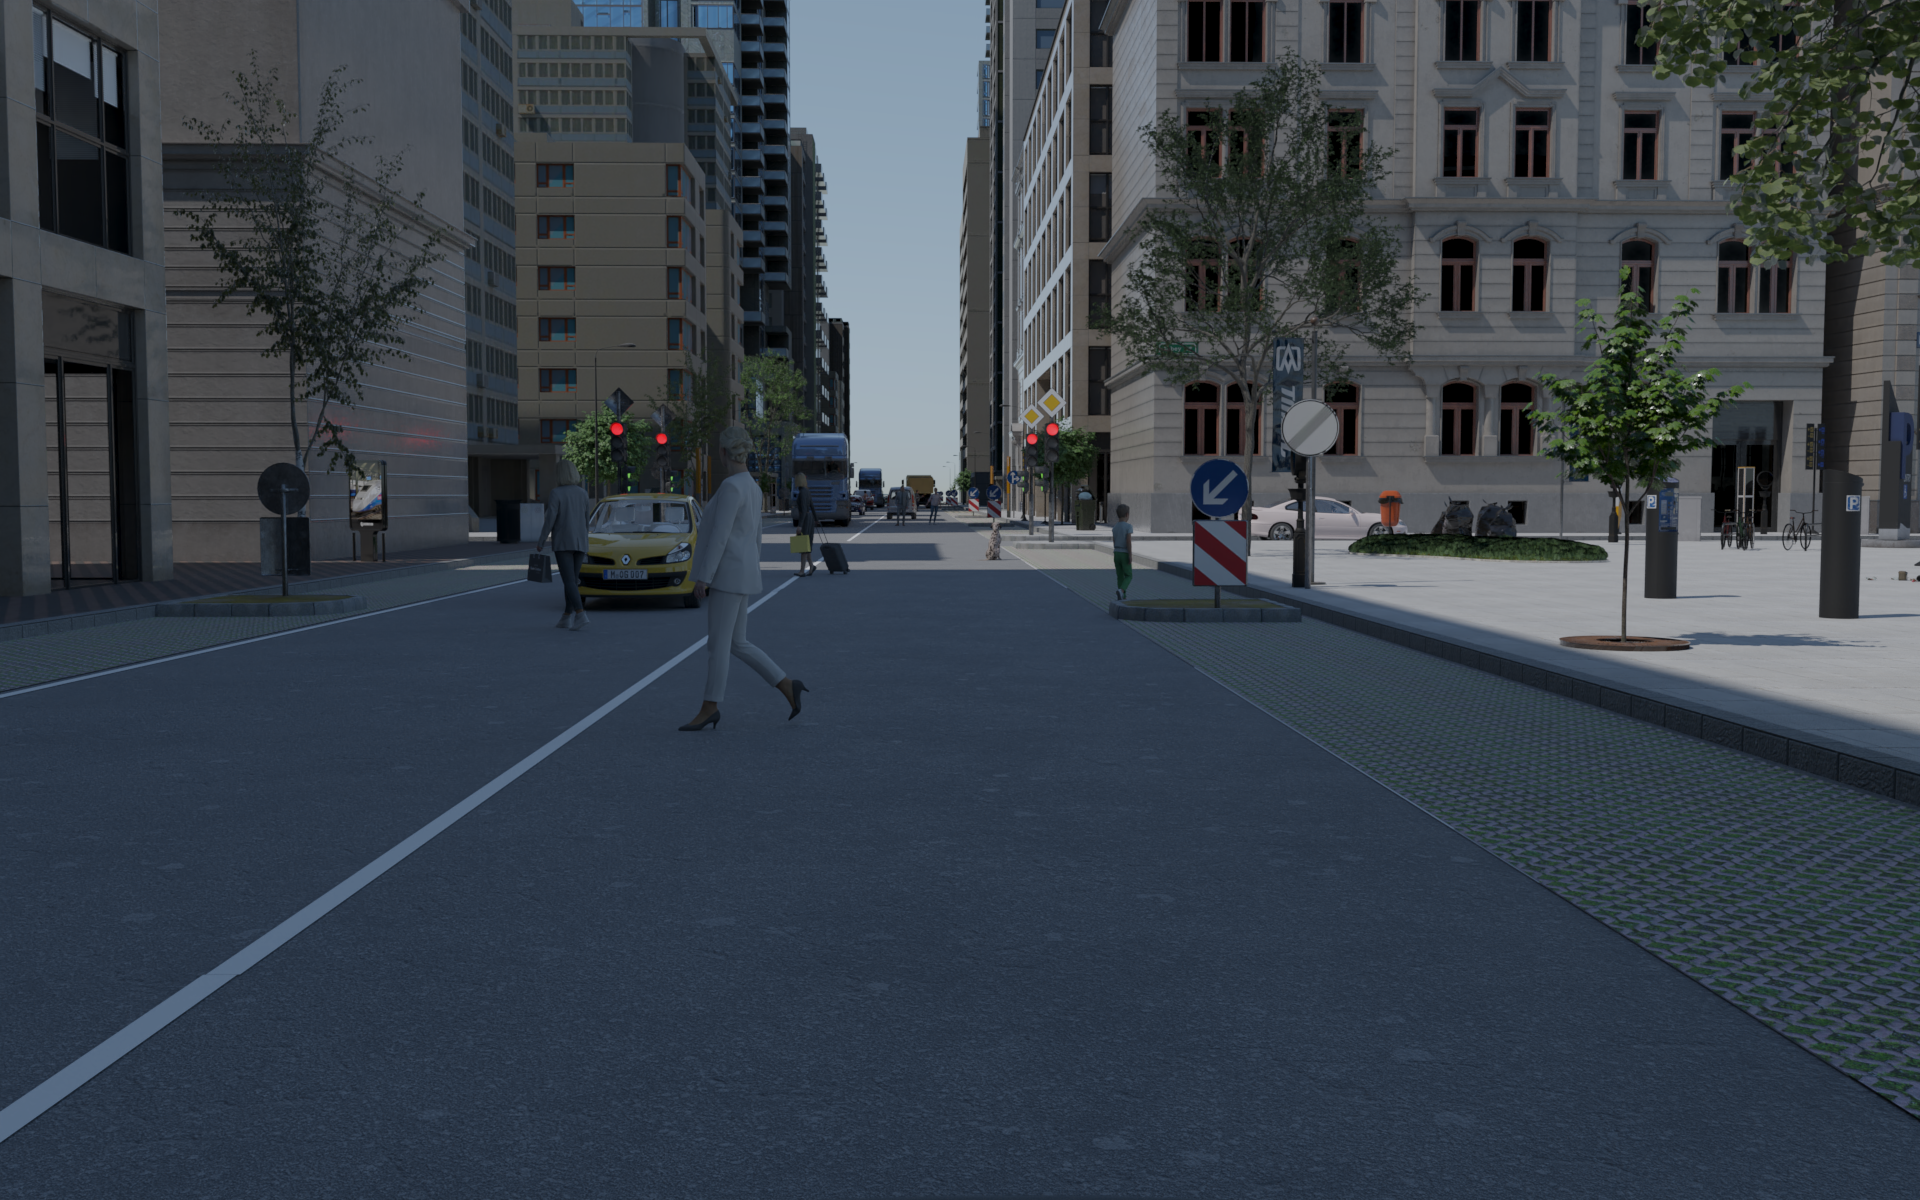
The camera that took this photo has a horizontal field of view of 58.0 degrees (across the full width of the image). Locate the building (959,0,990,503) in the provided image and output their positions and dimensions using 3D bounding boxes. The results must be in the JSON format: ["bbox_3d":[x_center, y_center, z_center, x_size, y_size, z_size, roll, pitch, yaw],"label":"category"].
[{"bbox_3d":[11.398,-57.325,249.927,22.319,86.520,31.000,0,4,-1],"label":"building"}]

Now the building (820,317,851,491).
[{"bbox_3d":[-24.969,-31.035,279.130,14.160,30.474,14.107,0,4,-1],"label":"building"}]

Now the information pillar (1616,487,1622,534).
[{"bbox_3d":[20.992,-3.901,55.136,0.183,3.616,0.504,2,4,32],"label":"information pillar"}]

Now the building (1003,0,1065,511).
[{"bbox_3d":[14.097,-36.877,144.943,21.231,58.520,28.212,0,4,-1],"label":"building"}]

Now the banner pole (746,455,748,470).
[{"bbox_3d":[-13.662,-7.394,110.905,0.401,3.779,0.863,-1,4,-14],"label":"banner pole"}]

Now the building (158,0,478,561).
[{"bbox_3d":[-24.079,-11.998,37.965,24.055,21.916,13.314,0,4,-1],"label":"building"}]

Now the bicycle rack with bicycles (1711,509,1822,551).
[{"bbox_3d":[18.597,-1.629,40.009,2.852,0.926,2.925,3,4,38],"label":"bicycle rack with bicycles"}]

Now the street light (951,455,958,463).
[{"bbox_3d":[-0.116,-14.253,205.571,1.470,5.913,1.316,0,4,-1],"label":"street light"}]

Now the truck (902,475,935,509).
[{"bbox_3d":[-4.073,-10.852,173.349,3.469,3.379,9.791,0,4,-3],"label":"truck"}]

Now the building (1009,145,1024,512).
[{"bbox_3d":[10.684,-20.366,118.880,13.634,28.700,20.117,0,4,-1],"label":"building"}]

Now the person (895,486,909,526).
[{"bbox_3d":[-2.632,-4.263,78.304,0.635,1.810,0.391,0,4,-2],"label":"person"}]

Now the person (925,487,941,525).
[{"bbox_3d":[-1.306,-4.418,81.411,0.731,1.740,0.598,-2,4,-26],"label":"person"}]

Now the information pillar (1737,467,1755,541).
[{"bbox_3d":[21.360,-2.606,47.099,0.304,2.012,0.304,-1,4,-10],"label":"information pillar"}]

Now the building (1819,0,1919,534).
[{"bbox_3d":[41.556,-16.132,61.021,25.104,27.353,12.463,0,4,-1],"label":"building"}]

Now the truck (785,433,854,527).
[{"bbox_3d":[-6.475,-5.684,82.692,2.967,4.110,18.799,0,4,-3],"label":"truck"}]

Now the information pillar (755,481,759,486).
[{"bbox_3d":[-11.885,-5.879,100.617,0.304,2.012,0.304,1,4,11],"label":"information pillar"}]

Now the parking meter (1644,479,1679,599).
[{"bbox_3d":[8.629,-0.788,21.295,0.372,1.533,0.369,0,3,0],"label":"parking meter"}]

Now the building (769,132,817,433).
[{"bbox_3d":[-23.268,-31.032,190.963,14.154,41.232,14.086,0,4,-1],"label":"building"}]

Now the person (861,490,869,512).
[{"bbox_3d":[-7.709,-7.968,139.488,0.721,1.736,1.217,2,4,31],"label":"person"}]

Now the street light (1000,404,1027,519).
[{"bbox_3d":[2.754,-7.175,89.859,1.470,5.913,1.316,0,4,-1],"label":"street light"}]

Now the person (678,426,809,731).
[{"bbox_3d":[-1.318,-0.134,10.562,0.818,1.842,0.514,-1,4,-13],"label":"person"}]

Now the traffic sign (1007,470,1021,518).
[{"bbox_3d":[2.910,-5.709,93.453,0.768,2.556,0.104,0,4,-1],"label":"traffic sign"}]

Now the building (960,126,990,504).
[{"bbox_3d":[11.268,-36.750,224.563,21.300,48.544,21.600,0,4,-1],"label":"building"}]

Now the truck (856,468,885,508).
[{"bbox_3d":[-9.442,-12.020,186.290,2.967,4.110,18.799,0,4,-1],"label":"truck"}]

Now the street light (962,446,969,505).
[{"bbox_3d":[0.898,-11.831,165.982,1.470,5.913,1.316,0,4,-1],"label":"street light"}]

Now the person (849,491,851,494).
[{"bbox_3d":[-12.671,-11.681,199.452,1.348,1.831,0.705,1,4,21],"label":"person"}]

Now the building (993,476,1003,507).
[{"bbox_3d":[19.383,-29.347,171.698,32.217,40.220,23.993,0,4,-1],"label":"building"}]

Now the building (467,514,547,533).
[{"bbox_3d":[-30.398,-22.797,64.614,32.217,40.220,23.993,0,4,-1],"label":"building"}]

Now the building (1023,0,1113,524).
[{"bbox_3d":[13.997,-17.551,91.476,19.350,26.468,34.151,0,4,-1],"label":"building"}]

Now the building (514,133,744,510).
[{"bbox_3d":[-27.732,-15.572,99.645,27.650,21.520,28.899,0,4,-1],"label":"building"}]

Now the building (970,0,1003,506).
[{"bbox_3d":[11.755,-46.152,192.836,20.563,71.187,20.611,0,4,-1],"label":"building"}]

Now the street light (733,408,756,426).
[{"bbox_3d":[-11.643,-7.382,93.238,1.470,5.913,1.316,0,4,-1],"label":"street light"}]

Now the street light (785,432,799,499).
[{"bbox_3d":[-12.540,-9.628,129.961,1.470,5.913,1.316,0,4,-1],"label":"street light"}]

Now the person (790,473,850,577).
[{"bbox_3d":[-2.484,-1.324,30.364,0.699,1.804,1.509,3,5,40],"label":"person"}]

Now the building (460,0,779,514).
[{"bbox_3d":[-31.364,-27.397,139.815,32.217,40.220,23.993,0,4,-1],"label":"building"}]

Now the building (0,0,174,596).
[{"bbox_3d":[-21.014,-12.450,8.080,19.350,26.468,34.151,0,4,-1],"label":"building"}]

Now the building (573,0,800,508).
[{"bbox_3d":[-26.413,-52.224,166.531,22.319,86.520,31.000,0,4,-1],"label":"building"}]

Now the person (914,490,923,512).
[{"bbox_3d":[-3.377,-8.143,142.174,0.750,1.759,0.617,-1,4,-21],"label":"person"}]

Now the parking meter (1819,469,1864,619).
[{"bbox_3d":[9.105,-0.580,17.901,0.372,1.533,0.369,0,3,0],"label":"parking meter"}]

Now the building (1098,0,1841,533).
[{"bbox_3d":[17.187,-16.809,62.211,23.554,28.519,14.401,0,4,-1],"label":"building"}]

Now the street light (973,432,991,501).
[{"bbox_3d":[1.730,-9.572,129.036,1.470,5.913,1.316,0,4,-1],"label":"street light"}]

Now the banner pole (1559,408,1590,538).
[{"bbox_3d":[15.280,-3.255,43.232,0.863,3.779,0.401,1,4,21],"label":"banner pole"}]

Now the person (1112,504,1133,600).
[{"bbox_3d":[2.094,-0.588,22.368,0.306,1.304,0.590,1,4,20],"label":"person"}]

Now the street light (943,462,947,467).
[{"bbox_3d":[-1.272,-16.886,248.631,1.470,5.913,1.316,0,4,-1],"label":"street light"}]

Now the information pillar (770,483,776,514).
[{"bbox_3d":[-12.299,-6.691,113.894,0.304,2.012,0.304,-2,4,-31],"label":"information pillar"}]

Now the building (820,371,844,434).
[{"bbox_3d":[-31.660,-25.243,257.764,27.650,21.520,28.899,0,4,-1],"label":"building"}]

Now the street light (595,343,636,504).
[{"bbox_3d":[-10.688,-4.953,53.518,1.470,5.913,1.316,0,4,-1],"label":"street light"}]

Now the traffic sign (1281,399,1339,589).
[{"bbox_3d":[4.709,-1.423,23.375,0.768,2.556,0.104,0,4,7],"label":"traffic sign"}]

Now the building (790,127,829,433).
[{"bbox_3d":[-28.801,-37.172,227.365,23.786,49.044,30.456,0,4,-1],"label":"building"}]

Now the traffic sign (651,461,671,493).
[{"bbox_3d":[-11.139,-3.937,64.480,0.768,2.556,0.104,0,4,3],"label":"traffic sign"}]

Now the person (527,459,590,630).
[{"bbox_3d":[-4.193,-0.588,18.305,0.728,1.800,0.709,3,5,44],"label":"person"}]

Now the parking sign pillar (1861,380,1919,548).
[{"bbox_3d":[22.471,-3.246,41.544,1.447,3.967,1.447,3,5,40],"label":"parking sign pillar"}]

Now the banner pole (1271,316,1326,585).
[{"bbox_3d":[4.776,-2.107,24.466,0.863,3.779,0.401,-1,4,-13],"label":"banner pole"}]
